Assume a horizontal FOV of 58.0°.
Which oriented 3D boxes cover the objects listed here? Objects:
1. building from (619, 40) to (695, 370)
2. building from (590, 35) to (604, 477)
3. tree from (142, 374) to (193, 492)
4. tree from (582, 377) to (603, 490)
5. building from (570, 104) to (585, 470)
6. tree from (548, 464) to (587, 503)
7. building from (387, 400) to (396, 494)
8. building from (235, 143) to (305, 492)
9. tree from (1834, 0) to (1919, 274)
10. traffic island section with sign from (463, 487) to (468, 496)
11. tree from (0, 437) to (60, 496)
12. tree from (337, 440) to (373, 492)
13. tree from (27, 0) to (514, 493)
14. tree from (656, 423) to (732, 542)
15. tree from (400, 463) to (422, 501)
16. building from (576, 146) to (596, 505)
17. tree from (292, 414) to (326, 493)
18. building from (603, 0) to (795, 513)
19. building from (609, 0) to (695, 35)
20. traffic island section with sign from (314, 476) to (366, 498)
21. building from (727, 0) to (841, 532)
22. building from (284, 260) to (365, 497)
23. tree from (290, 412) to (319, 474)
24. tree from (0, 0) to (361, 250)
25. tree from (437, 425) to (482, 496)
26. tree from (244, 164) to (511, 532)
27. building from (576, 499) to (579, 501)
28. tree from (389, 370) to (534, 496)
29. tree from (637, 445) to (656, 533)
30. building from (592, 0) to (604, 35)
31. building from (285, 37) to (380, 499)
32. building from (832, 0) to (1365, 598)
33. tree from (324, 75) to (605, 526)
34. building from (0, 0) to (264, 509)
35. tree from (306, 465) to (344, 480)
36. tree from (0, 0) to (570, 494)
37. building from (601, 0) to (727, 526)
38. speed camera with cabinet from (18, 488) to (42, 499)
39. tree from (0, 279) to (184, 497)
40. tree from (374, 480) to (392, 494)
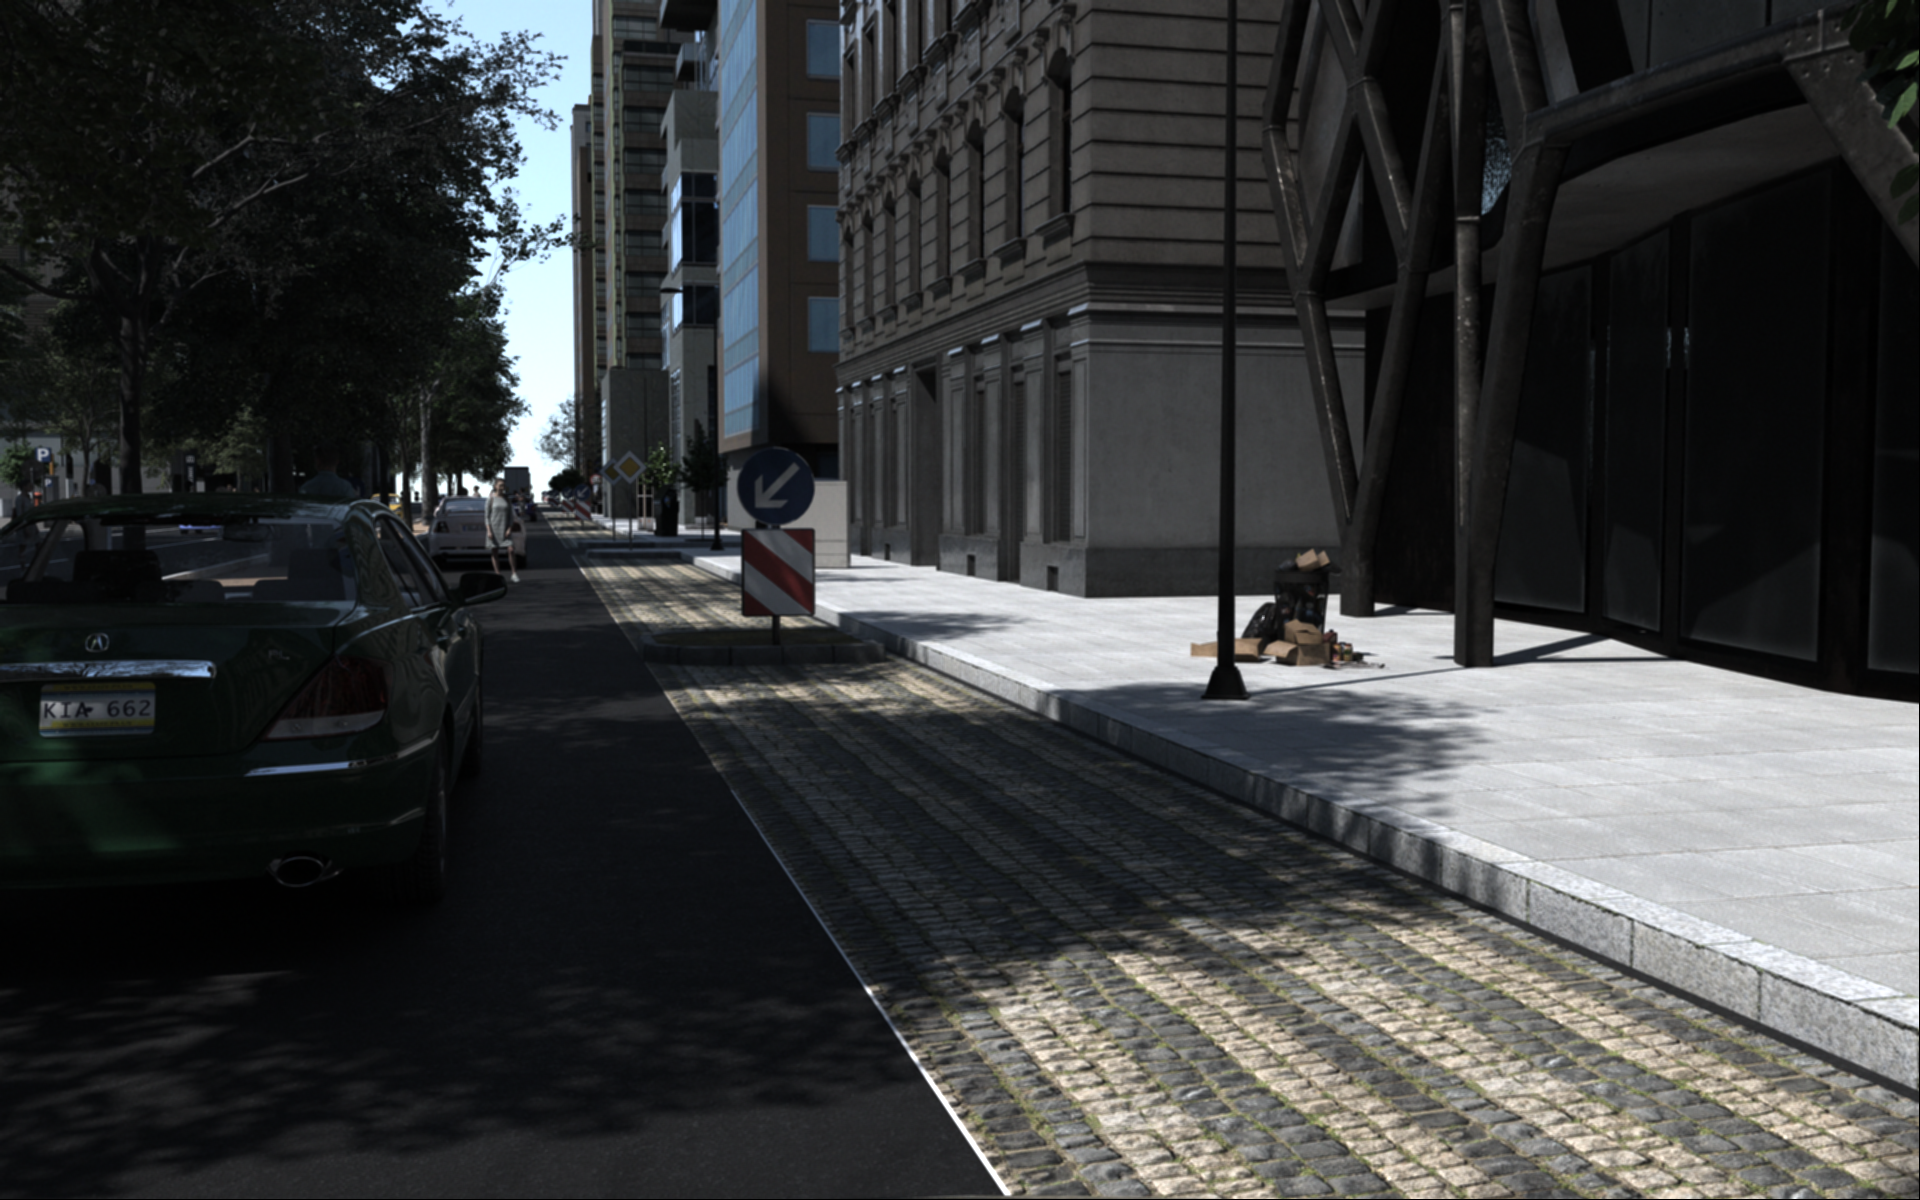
[{"bbox_3d":[-15.576,-21.033,115.586,14.160,30.474,14.107,-1,4,-14],"label":"building"},{"bbox_3d":[-26.705,-29.120,159.712,14.154,41.232,14.086,-1,4,-14],"label":"building"},{"bbox_3d":[-46.317,-9.210,100.946,4.737,8.622,4.395,0,3,0],"label":"tree"},{"bbox_3d":[-20.531,-9.322,102.784,4.360,8.622,3.978,0,3,0],"label":"tree"},{"bbox_3d":[-48.189,-44.151,263.875,21.231,58.520,28.212,-1,4,-14],"label":"building"},{"bbox_3d":[-42.265,-12.521,188.424,4.285,4.588,4.351,0,3,0],"label":"tree"},{"bbox_3d":[-93.680,-43.245,249.062,21.231,58.520,28.212,-1,4,-14],"label":"building"},{"bbox_3d":[-71.871,-32.592,152.479,23.786,49.044,30.456,-1,4,-14],"label":"building"},{"bbox_3d":[3.383,-1.224,3.723,4.285,4.588,4.351,0,3,0],"label":"tree"},{"bbox_3d":[-33.911,-6.728,118.142,2.006,1.907,1.989,-1,4,-14],"label":"traffic island section with sign"},{"bbox_3d":[-53.666,-7.087,99.590,4.285,4.588,4.351,0,3,0],"label":"tree"},{"bbox_3d":[-62.890,-14.047,180.023,4.360,8.622,3.978,0,3,0],"label":"tree"},{"bbox_3d":[-13.308,-7.623,33.756,9.857,13.997,8.962,0,3,0],"label":"tree"},{"bbox_3d":[-7.108,-3.204,46.987,1.663,3.219,1.824,0,3,0],"label":"tree"},{"bbox_3d":[-84.597,-19.380,267.220,4.360,8.622,3.978,0,3,0],"label":"tree"},{"bbox_3d":[-41.046,-34.813,219.306,14.600,45.320,14.200,-1,4,-14],"label":"building"},{"bbox_3d":[-51.607,-11.328,135.571,4.737,8.622,4.395,0,3,0],"label":"tree"},{"bbox_3d":[-22.562,-30.334,146.068,14.600,45.320,14.200,-1,4,-14],"label":"building"},{"bbox_3d":[-19.501,-27.435,132.161,14.154,41.232,14.086,-1,4,-14],"label":"building"},{"bbox_3d":[-15.776,-2.268,45.216,2.006,1.907,1.989,-1,4,-14],"label":"traffic island section with sign"},{"bbox_3d":[-0.063,-24.763,54.983,14.200,45.320,14.600,-1,4,-14],"label":"building"},{"bbox_3d":[-77.957,-26.366,202.781,14.160,30.474,14.107,-1,4,-14],"label":"building"},{"bbox_3d":[-50.622,-11.035,130.780,4.360,8.622,3.978,0,3,0],"label":"tree"},{"bbox_3d":[-7.617,-5.530,11.002,7.486,12.596,7.792,0,3,0],"label":"tree"},{"bbox_3d":[-31.136,-9.377,106.135,4.737,8.622,4.395,0,3,0],"label":"tree"},{"bbox_3d":[-18.095,-7.691,53.962,9.928,11.665,9.643,0,3,0],"label":"tree"},{"bbox_3d":[-36.913,-33.534,240.163,32.217,40.220,23.993,-1,4,-14],"label":"building"},{"bbox_3d":[-33.039,-11.906,114.125,9.611,12.733,9.660,0,3,0],"label":"tree"},{"bbox_3d":[-10.129,-3.883,58.089,1.663,3.219,1.824,0,3,0],"label":"tree"},{"bbox_3d":[-27.449,-39.079,180.947,21.231,58.520,28.212,-1,4,-14],"label":"building"},{"bbox_3d":[-86.882,-41.558,221.475,21.231,58.520,28.212,-1,4,-14],"label":"building"},{"bbox_3d":[3.939,-11.088,30.435,9.793,20.994,18.267,-1,4,-14],"label":"building"},{"bbox_3d":[-22.551,-13.350,76.612,12.611,20.169,13.585,0,3,0],"label":"tree"},{"bbox_3d":[-66.596,-32.699,123.874,28.713,52.752,27.495,-1,4,-14],"label":"building"},{"bbox_3d":[-58.886,-10.820,160.614,4.285,4.588,4.351,0,3,0],"label":"tree"},{"bbox_3d":[-9.958,-6.587,20.520,12.009,13.543,11.850,0,3,0],"label":"tree"},{"bbox_3d":[-6.017,-47.226,84.821,22.319,86.520,31.000,-1,4,-14],"label":"building"},{"bbox_3d":[-59.844,-7.207,112.167,2.038,3.252,0.660,0,4,-4],"label":"speed camera with cabinet"},{"bbox_3d":[-36.454,-8.437,72.353,7.601,10.594,8.767,0,4,-6],"label":"tree"},{"bbox_3d":[-73.244,-13.762,219.608,1.663,3.219,1.824,0,3,0],"label":"tree"}]
